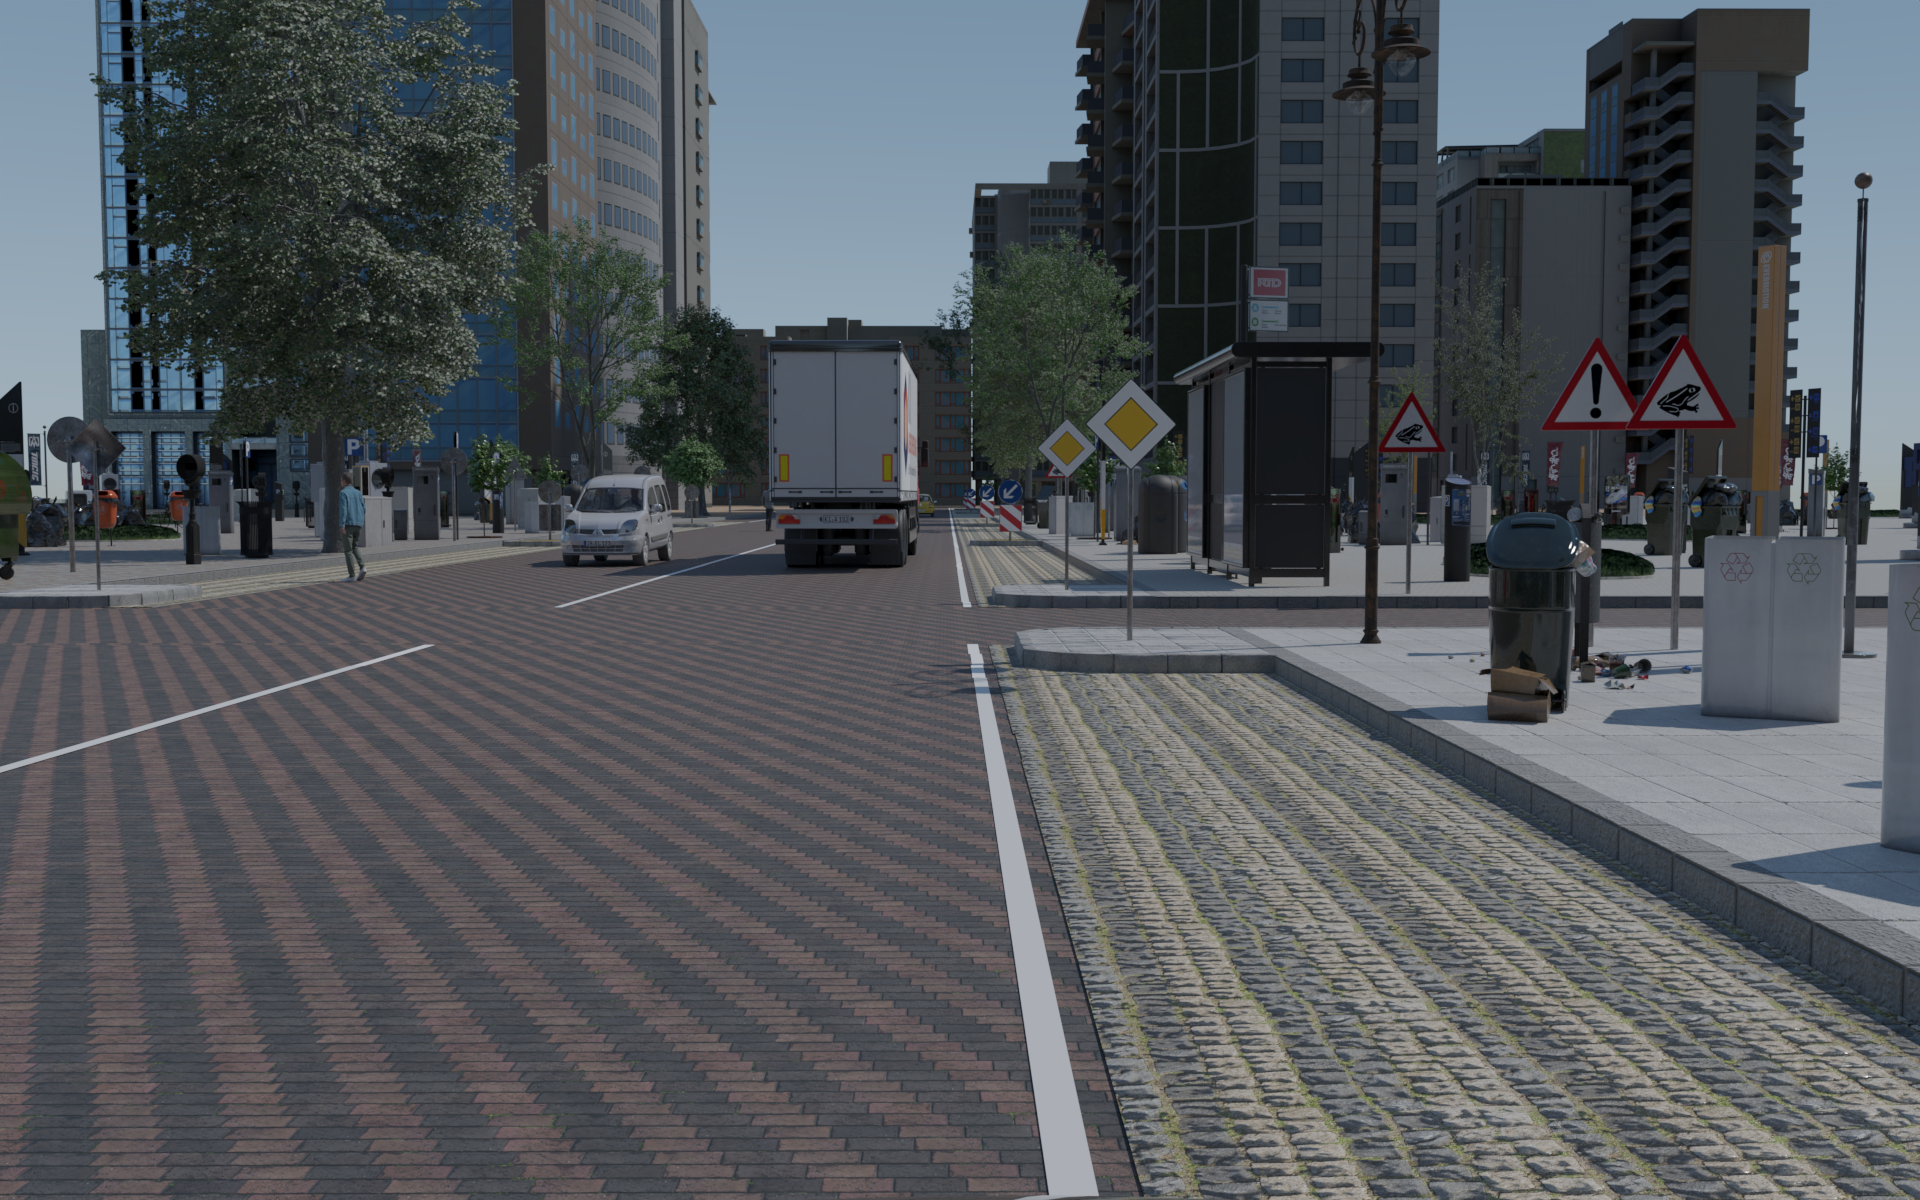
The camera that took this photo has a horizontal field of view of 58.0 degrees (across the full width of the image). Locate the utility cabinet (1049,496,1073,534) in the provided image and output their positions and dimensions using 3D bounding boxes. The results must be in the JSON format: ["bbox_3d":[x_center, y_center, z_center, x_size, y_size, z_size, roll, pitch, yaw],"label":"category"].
[{"bbox_3d":[3.223,-2.714,55.535,0.306,1.237,1.020,2,4,35],"label":"utility cabinet"}]

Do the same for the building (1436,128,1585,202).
[{"bbox_3d":[61.874,-31.395,196.900,14.086,41.232,14.154,0,4,0],"label":"building"}]

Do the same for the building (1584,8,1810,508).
[{"bbox_3d":[66.547,-31.102,158.627,14.200,45.320,14.600,0,4,0],"label":"building"}]

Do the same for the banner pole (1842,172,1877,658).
[{"bbox_3d":[6.926,-1.429,13.382,0.401,3.779,0.863,2,4,27],"label":"banner pole"}]

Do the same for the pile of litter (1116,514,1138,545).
[{"bbox_3d":[4.785,-1.843,44.095,1.719,0.858,1.176,0,4,-3],"label":"pile of litter"}]

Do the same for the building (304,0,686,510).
[{"bbox_3d":[-32.902,-35.754,126.578,21.231,58.520,28.212,0,4,0],"label":"building"}]

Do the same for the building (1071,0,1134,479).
[{"bbox_3d":[21.449,-30.366,151.104,22.147,44.769,28.867,0,4,0],"label":"building"}]

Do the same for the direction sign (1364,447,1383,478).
[{"bbox_3d":[19.783,-5.556,82.842,0.876,3.537,0.379,2,4,27],"label":"direction sign"}]

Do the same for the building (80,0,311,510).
[{"bbox_3d":[-60.685,-51.347,152.187,31.000,86.520,22.319,0,4,0],"label":"building"}]

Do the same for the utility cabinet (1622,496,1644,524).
[{"bbox_3d":[24.200,-3.146,62.595,0.306,1.237,1.020,-2,4,-27],"label":"utility cabinet"}]

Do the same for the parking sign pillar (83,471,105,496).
[{"bbox_3d":[-48.521,-6.641,97.046,1.447,3.967,1.447,2,4,24],"label":"parking sign pillar"}]

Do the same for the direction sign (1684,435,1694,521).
[{"bbox_3d":[28.172,-4.589,67.019,0.379,3.537,0.876,0,4,3],"label":"direction sign"}]

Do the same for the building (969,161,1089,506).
[{"bbox_3d":[13.150,-31.379,204.932,23.993,40.220,32.217,0,4,0],"label":"building"}]

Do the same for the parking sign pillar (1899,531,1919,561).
[{"bbox_3d":[19.067,-2.756,33.526,1.447,3.967,1.447,0,4,7],"label":"parking sign pillar"}]

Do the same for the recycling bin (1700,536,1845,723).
[{"bbox_3d":[4.759,0.148,10.133,0.722,1.027,0.722,2,4,27],"label":"recycling bin"}]

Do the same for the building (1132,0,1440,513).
[{"bbox_3d":[21.723,-42.040,125.607,20.563,71.187,20.611,0,4,0],"label":"building"}]

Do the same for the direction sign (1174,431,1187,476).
[{"bbox_3d":[8.116,-4.302,62.341,0.876,3.537,0.379,0,4,-2],"label":"direction sign"}]

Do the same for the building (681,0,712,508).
[{"bbox_3d":[-34.358,-32.499,155.062,21.600,48.544,21.300,0,4,0],"label":"building"}]

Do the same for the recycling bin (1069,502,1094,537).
[{"bbox_3d":[3.659,-2.443,52.502,0.722,1.027,0.722,-1,4,-8],"label":"recycling bin"}]

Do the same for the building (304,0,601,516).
[{"bbox_3d":[-30.412,-27.846,105.392,14.600,45.320,14.200,0,4,0],"label":"building"}]

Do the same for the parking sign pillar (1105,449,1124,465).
[{"bbox_3d":[8.132,-6.151,89.049,1.447,3.967,1.447,-1,4,-9],"label":"parking sign pillar"}]

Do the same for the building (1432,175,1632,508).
[{"bbox_3d":[52.383,-23.778,160.469,14.107,30.474,14.160,0,4,0],"label":"building"}]

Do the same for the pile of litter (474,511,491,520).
[{"bbox_3d":[-23.090,-4.326,84.699,1.176,0.858,1.719,2,4,30],"label":"pile of litter"}]

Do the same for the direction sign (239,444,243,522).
[{"bbox_3d":[-32.465,-5.278,78.293,0.379,3.537,0.876,-2,4,-28],"label":"direction sign"}]

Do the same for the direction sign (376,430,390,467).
[{"bbox_3d":[-19.855,-4.130,59.515,0.379,3.537,0.876,-3,4,-37],"label":"direction sign"}]

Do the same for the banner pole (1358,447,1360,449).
[{"bbox_3d":[21.523,-6.281,92.705,0.863,3.779,0.401,-2,4,-25],"label":"banner pole"}]

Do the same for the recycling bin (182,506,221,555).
[{"bbox_3d":[-16.083,-1.479,36.730,0.722,1.027,0.722,-2,4,-24],"label":"recycling bin"}]

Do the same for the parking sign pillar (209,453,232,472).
[{"bbox_3d":[-40.344,-6.486,94.519,1.447,3.967,1.447,2,4,26],"label":"parking sign pillar"}]

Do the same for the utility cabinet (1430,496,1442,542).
[{"bbox_3d":[12.969,-2.179,46.793,0.306,1.237,1.020,0,4,-1],"label":"utility cabinet"}]

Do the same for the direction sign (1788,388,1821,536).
[{"bbox_3d":[18.197,-2.776,37.378,0.379,3.537,0.876,-1,4,-16],"label":"direction sign"}]

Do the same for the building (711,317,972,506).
[{"bbox_3d":[-13.283,-21.941,203.777,28.899,21.520,27.650,0,4,0],"label":"building"}]

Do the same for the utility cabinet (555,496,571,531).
[{"bbox_3d":[-14.050,-3.046,60.960,0.306,1.237,1.020,-3,4,-38],"label":"utility cabinet"}]

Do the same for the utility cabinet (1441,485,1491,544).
[{"bbox_3d":[12.760,-2.140,43.673,1.173,1.500,0.318,3,4,37],"label":"utility cabinet"}]

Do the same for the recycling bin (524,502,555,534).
[{"bbox_3d":[-13.743,-2.697,56.647,0.722,1.027,0.722,3,5,39],"label":"recycling bin"}]

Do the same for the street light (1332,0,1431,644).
[{"bbox_3d":[3.534,-2.565,14.726,0.468,5.910,1.993,0,4,0],"label":"street light"}]

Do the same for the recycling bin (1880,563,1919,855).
[{"bbox_3d":[3.818,0.392,6.140,0.722,1.027,0.722,-2,4,-28],"label":"recycling bin"}]

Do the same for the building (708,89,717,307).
[{"bbox_3d":[-41.748,-37.526,202.792,27.495,52.752,28.713,0,4,0],"label":"building"}]

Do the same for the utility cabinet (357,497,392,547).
[{"bbox_3d":[-14.235,-1.892,42.089,0.306,1.237,1.020,1,4,20],"label":"utility cabinet"}]

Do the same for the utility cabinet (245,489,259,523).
[{"bbox_3d":[-29.420,-3.880,72.114,0.318,1.500,1.173,-2,4,-29],"label":"utility cabinet"}]

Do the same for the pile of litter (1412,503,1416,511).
[{"bbox_3d":[22.824,-4.514,87.775,1.719,0.858,1.176,3,4,37],"label":"pile of litter"}]

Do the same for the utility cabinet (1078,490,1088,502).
[{"bbox_3d":[7.075,-5.352,96.177,1.173,1.500,0.318,3,5,44],"label":"utility cabinet"}]

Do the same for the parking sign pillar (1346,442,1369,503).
[{"bbox_3d":[20.445,-6.128,88.670,1.447,3.967,1.447,3,5,40],"label":"parking sign pillar"}]

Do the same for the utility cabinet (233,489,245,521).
[{"bbox_3d":[-33.075,-4.355,79.880,1.173,1.500,0.318,3,4,38],"label":"utility cabinet"}]

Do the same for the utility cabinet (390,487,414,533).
[{"bbox_3d":[-18.336,-2.904,56.165,1.173,1.500,0.318,1,4,13],"label":"utility cabinet"}]

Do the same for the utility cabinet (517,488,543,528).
[{"bbox_3d":[-15.933,-3.398,64.243,1.173,1.500,0.318,3,4,37],"label":"utility cabinet"}]

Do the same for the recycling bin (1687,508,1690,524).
[{"bbox_3d":[22.453,-2.427,52.240,0.722,1.027,0.722,0,4,-6],"label":"recycling bin"}]
